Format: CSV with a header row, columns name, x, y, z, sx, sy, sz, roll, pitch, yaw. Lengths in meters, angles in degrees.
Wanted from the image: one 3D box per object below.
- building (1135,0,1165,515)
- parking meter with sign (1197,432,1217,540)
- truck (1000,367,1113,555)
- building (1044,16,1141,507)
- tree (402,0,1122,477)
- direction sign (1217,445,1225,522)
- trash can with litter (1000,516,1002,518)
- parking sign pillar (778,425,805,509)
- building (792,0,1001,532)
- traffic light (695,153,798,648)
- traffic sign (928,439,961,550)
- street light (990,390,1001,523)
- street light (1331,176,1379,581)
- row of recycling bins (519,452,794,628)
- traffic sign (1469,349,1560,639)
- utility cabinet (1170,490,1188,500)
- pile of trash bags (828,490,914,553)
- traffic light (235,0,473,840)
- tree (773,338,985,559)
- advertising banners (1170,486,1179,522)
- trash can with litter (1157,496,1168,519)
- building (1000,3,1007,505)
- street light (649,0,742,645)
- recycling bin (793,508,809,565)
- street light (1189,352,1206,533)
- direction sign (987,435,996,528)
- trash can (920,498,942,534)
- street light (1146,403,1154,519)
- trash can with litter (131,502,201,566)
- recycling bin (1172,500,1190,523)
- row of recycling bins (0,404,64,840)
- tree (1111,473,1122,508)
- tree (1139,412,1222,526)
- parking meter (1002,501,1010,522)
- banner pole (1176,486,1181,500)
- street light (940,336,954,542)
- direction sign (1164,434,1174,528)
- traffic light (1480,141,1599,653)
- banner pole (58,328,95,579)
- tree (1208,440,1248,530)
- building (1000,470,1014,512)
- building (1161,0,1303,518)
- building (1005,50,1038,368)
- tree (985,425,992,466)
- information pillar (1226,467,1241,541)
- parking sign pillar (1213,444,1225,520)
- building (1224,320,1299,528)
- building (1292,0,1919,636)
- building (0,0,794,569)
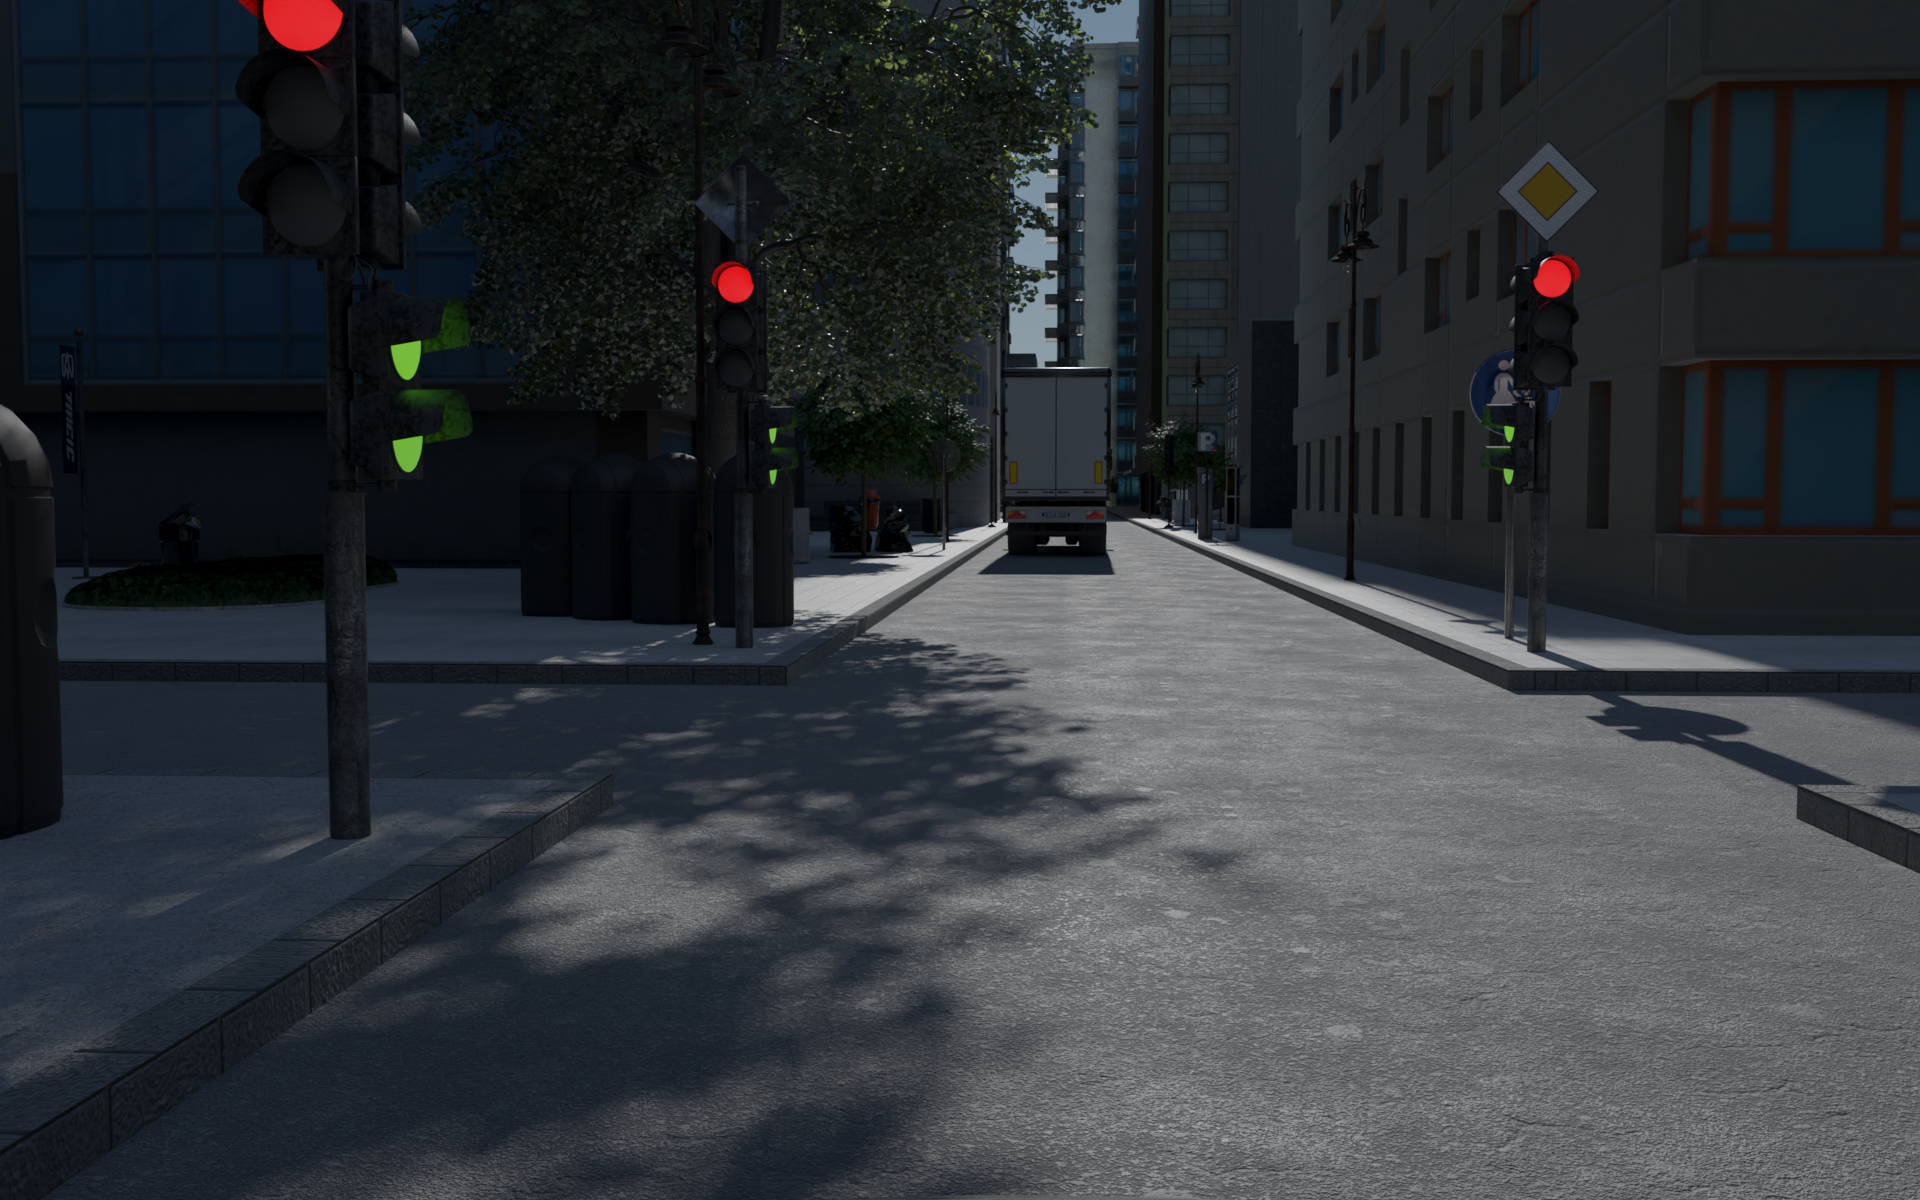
name,x,y,z,sx,sy,sz,roll,pitch,yaw
building,20.053,-29.055,125.156,14.600,45.320,14.200,0,4,3
parking meter with sign,7.006,-3.244,49.302,0.543,3.016,1.738,0,4,6
truck,2.526,-3.371,44.036,2.839,4.237,11.283,0,4,4
building,24.305,-34.515,183.936,30.456,49.044,23.786,0,4,3
tree,-2.807,-7.006,21.212,9.857,13.997,8.962,0,3,0
direction sign,12.075,-5.383,80.013,0.876,3.537,0.379,1,4,8
trash can with litter,2.008,-4.750,89.053,1.055,1.170,0.624,-1,4,-9
parking sign pillar,-5.359,-3.941,52.912,1.447,3.967,1.447,3,4,39
building,-9.357,-32.293,69.992,21.231,58.520,28.212,0,4,3
traffic light,-1.783,-1.555,14.343,0.839,4.253,0.868,0,4,3
traffic sign,-0.370,-2.425,39.754,0.768,2.556,0.104,1,4,11
street light,1.599,-6.362,76.811,0.468,5.910,1.993,0,4,3
street light,5.802,-3.230,25.593,0.468,5.910,1.993,0,4,3
row of recycling bins,-3.152,-0.644,17.639,3.534,1.692,1.069,2,4,34
traffic sign,4.877,-0.929,15.302,0.768,2.556,0.104,1,4,11
utility cabinet,11.175,-4.894,88.700,1.173,1.500,0.318,-3,5,-43
pile of trash bags,-2.049,-1.821,39.528,1.912,1.369,3.447,0,4,-3
traffic light,-2.268,-1.067,6.373,0.839,4.253,0.868,0,4,3
tree,-2.028,-3.124,34.789,4.285,4.588,4.351,0,3,0
advertising banners,9.951,-5.138,80.198,0.090,3.025,2.074,1,4,19
trash can with litter,10.435,-4.637,87.206,0.624,1.170,1.055,3,5,44
building,-6.810,-32.421,153.782,21.600,48.544,21.300,0,4,3
street light,-2.194,-2.558,14.613,0.468,5.910,1.993,0,4,3
recycling bin,-3.250,-1.175,31.761,0.722,1.027,0.722,3,4,39
street light,7.742,-5.124,56.558,0.468,5.910,1.993,0,4,3
direction sign,1.221,-4.556,66.480,0.379,3.537,0.876,0,4,1
trash can,-0.935,-2.735,56.364,0.748,1.137,0.748,0,3,0
street light,9.692,-7.071,88.404,0.468,5.910,1.993,0,4,3
trash can with litter,-11.439,-0.820,24.801,1.055,1.170,0.624,-2,4,-25
recycling bin,9.977,-4.011,78.137,0.722,1.027,0.722,0,4,-2
row of recycling bins,-5.231,0.013,6.901,3.534,1.692,1.069,1,4,10
tree,13.748,-9.890,156.302,1.663,3.219,1.824,0,3,0
tree,8.854,-5.226,69.154,4.285,4.588,4.351,0,3,0
parking meter,2.117,-4.503,79.333,0.255,1.863,0.399,1,4,21
banner pole,10.525,-5.761,84.210,0.863,3.779,0.401,2,4,34
street light,-0.345,-4.468,45.846,0.468,5.910,1.993,0,4,3
direction sign,7.987,-4.534,66.133,0.379,3.537,0.876,2,4,27
traffic light,4.667,-1.532,13.968,0.839,4.253,0.868,0,4,3
banner pole,-13.248,-2.197,25.935,0.401,3.779,0.863,0,4,-2
tree,9.225,-4.088,61.448,1.663,3.219,1.824,0,3,0
building,-11.850,-26.852,130.903,32.217,40.220,23.993,0,4,3
building,18.371,-25.285,96.997,14.154,41.232,14.086,0,4,3
building,-7.250,-53.267,183.585,31.000,86.520,22.319,0,4,3
tree,-0.801,-4.203,52.434,4.285,4.588,4.351,0,3,0
information pillar,7.449,-2.615,47.249,0.304,2.012,0.304,2,4,32
parking sign pillar,12.936,-5.971,86.103,1.447,3.967,1.447,2,4,33
building,21.677,-45.489,56.421,22.319,86.520,31.000,0,4,3
building,21.880,-11.190,27.995,28.899,21.520,27.650,0,4,3
building,-11.451,-23.559,35.304,14.600,45.320,14.200,0,4,3
